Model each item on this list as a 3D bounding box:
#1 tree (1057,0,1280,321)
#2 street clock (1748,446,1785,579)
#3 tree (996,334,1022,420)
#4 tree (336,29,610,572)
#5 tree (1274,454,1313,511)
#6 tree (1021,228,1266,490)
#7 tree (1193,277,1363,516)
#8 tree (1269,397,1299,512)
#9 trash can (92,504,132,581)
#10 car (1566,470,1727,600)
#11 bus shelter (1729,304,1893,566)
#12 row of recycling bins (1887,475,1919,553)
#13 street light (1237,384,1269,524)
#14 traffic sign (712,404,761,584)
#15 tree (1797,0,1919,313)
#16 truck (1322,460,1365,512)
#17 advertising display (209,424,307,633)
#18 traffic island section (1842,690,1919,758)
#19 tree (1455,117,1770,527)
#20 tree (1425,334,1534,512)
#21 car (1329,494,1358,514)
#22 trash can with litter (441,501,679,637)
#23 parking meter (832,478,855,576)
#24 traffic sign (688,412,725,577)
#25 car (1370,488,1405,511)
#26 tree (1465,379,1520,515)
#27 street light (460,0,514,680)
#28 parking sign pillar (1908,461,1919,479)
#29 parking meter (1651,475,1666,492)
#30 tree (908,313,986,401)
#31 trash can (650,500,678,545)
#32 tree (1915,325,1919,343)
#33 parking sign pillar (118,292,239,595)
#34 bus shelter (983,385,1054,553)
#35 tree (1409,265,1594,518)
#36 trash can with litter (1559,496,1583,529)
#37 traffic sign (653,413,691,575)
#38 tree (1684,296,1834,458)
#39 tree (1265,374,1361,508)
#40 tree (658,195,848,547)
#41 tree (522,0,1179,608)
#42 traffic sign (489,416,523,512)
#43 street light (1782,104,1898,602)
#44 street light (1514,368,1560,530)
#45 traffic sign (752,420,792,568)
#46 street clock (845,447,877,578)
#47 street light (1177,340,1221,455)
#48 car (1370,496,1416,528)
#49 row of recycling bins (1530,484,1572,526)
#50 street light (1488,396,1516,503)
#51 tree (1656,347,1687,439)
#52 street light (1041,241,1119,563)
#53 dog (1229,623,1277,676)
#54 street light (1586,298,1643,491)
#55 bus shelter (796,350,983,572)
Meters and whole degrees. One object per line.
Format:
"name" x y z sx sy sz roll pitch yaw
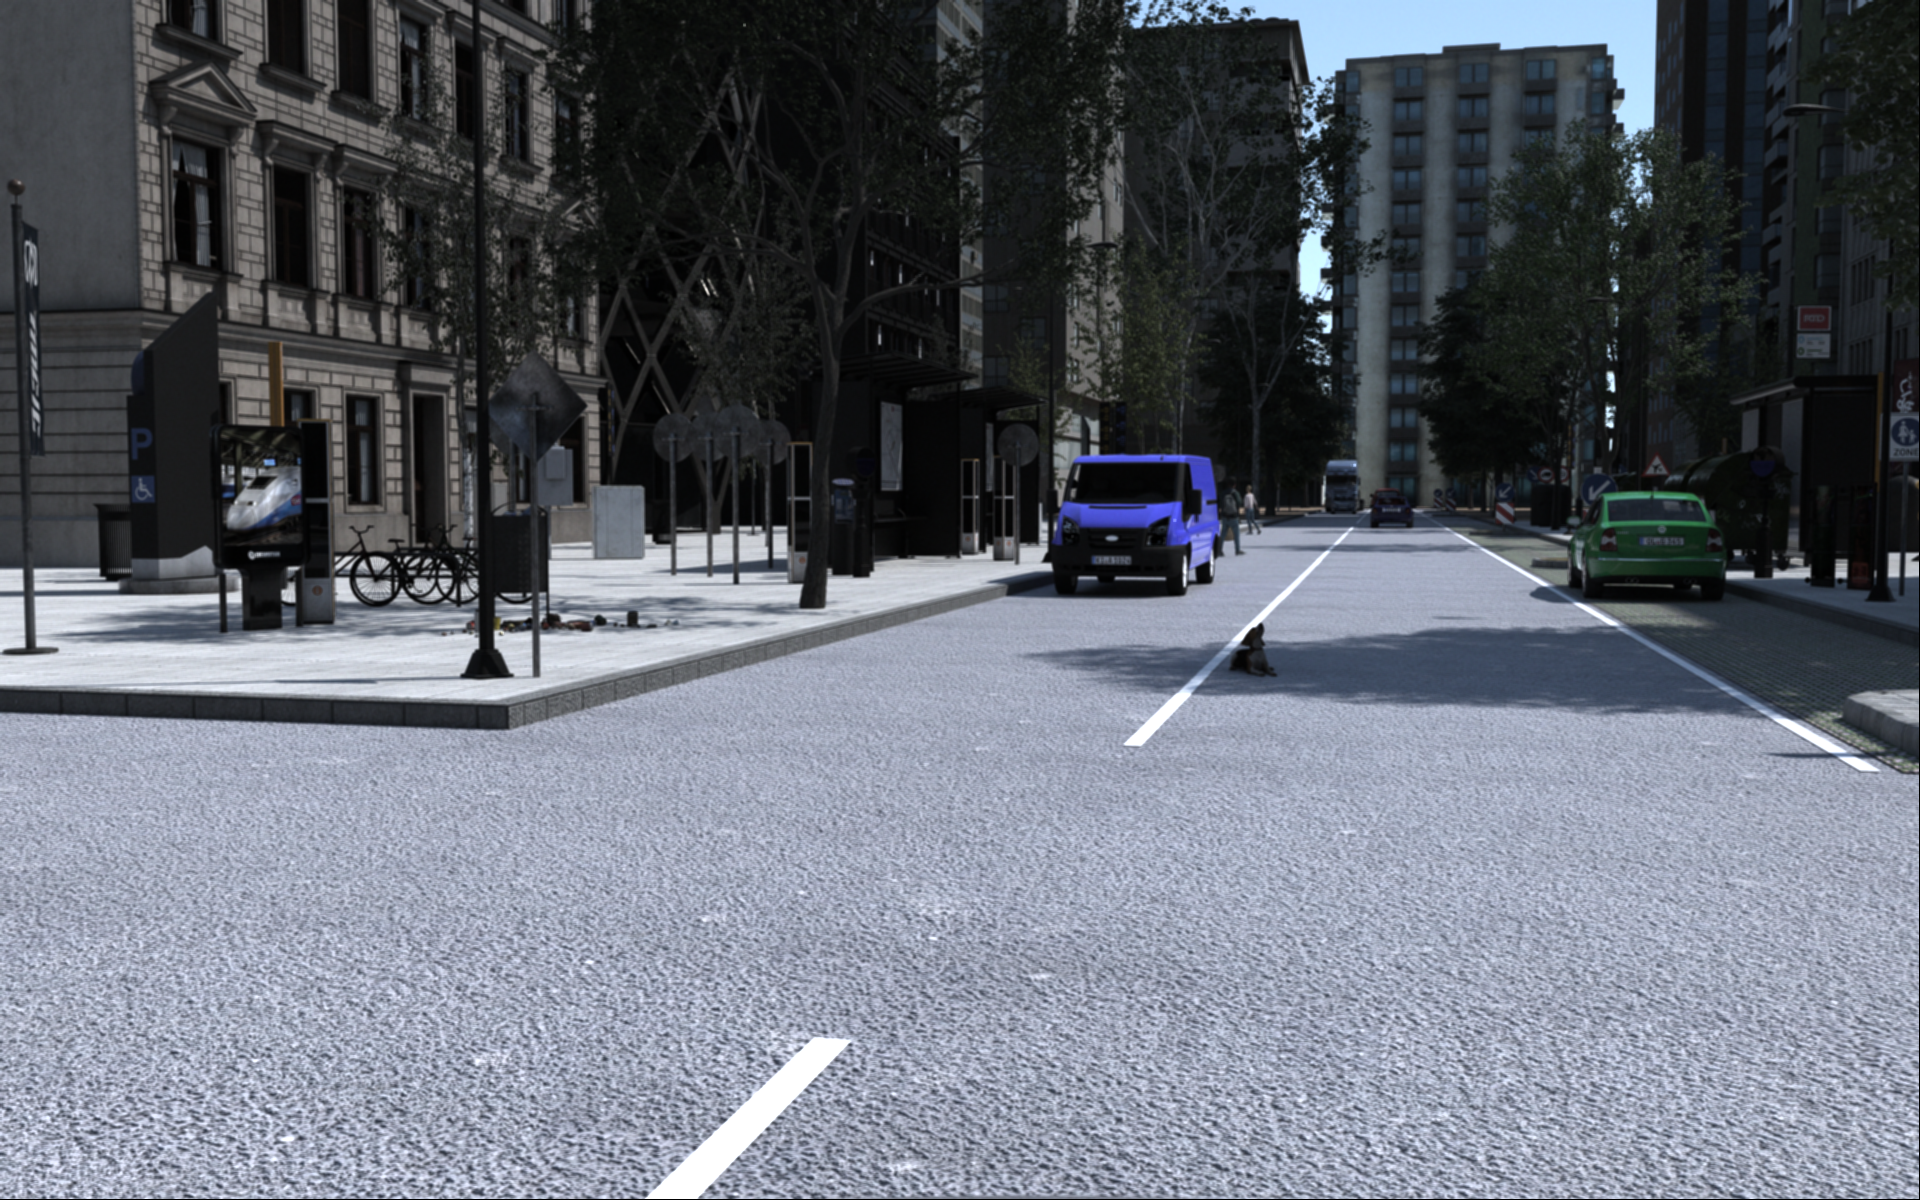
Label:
"tree" 9.187 -12.667 62.994 12.611 20.169 13.585 0 3 0
"street clock" 12.255 -1.333 26.357 0.358 2.002 0.471 -2 4 -28
"tree" 3.371 -7.855 78.791 4.737 8.622 4.395 0 3 0
"tree" -7.898 -4.778 28.489 4.360 8.622 3.978 0 3 0
"tree" 25.254 -9.119 132.816 4.285 4.588 4.351 0 3 0
"tree" 4.966 -5.920 47.154 4.737 8.622 4.395 0 3 0
"tree" 18.326 -11.905 101.309 9.857 13.997 8.962 0 3 0
"tree" 22.060 -10.424 120.797 4.737 8.622 4.395 0 3 0
"trash can" -12.444 -0.860 25.710 0.748 1.137 0.748 0 3 0
"car" 9.760 -0.979 24.797 1.959 1.807 4.718 1 4 15
"bus shelter" 16.808 -3.483 34.579 2.179 5.291 8.768 1 4 14
"row of recycling bins" 22.192 -1.911 38.352 3.534 1.692 1.069 0 3 0
"street light" 12.337 -6.164 73.318 1.470 5.913 1.316 1 4 14
"traffic sign" -3.195 -1.501 24.641 0.768 2.556 0.104 1 4 20
"tree" 11.130 -5.952 15.448 7.486 12.596 7.792 0 3 0
"truck" 31.824 -9.364 142.852 2.967 4.110 18.799 1 4 15
"advertising display" -6.599 -0.680 16.333 0.123 1.923 0.974 2 4 29
"traffic island section" 6.327 0.761 9.840 2.009 0.180 2.903 1 4 14
"tree" 17.672 -7.412 46.943 9.928 11.665 9.643 0 3 0
"tree" 37.407 -12.467 121.964 7.486 12.596 7.792 0 3 0
"car" 27.699 -6.912 125.008 2.014 1.417 4.499 1 4 14
"trash can with litter" -3.780 -0.332 16.486 2.233 1.210 1.678 -1 4 -16
"parking meter" -1.840 -1.161 27.388 0.372 1.533 0.369 0 3 0
"traffic sign" -3.873 -1.630 26.763 0.768 2.556 0.104 1 4 18
"car" 28.658 -6.577 116.212 2.281 1.827 5.304 1 4 14
"tree" 31.943 -9.387 103.838 4.737 8.622 4.395 0 3 0
"street light" -2.794 -2.403 11.837 1.470 5.913 1.316 1 4 14
"parking sign pillar" 30.901 -4.195 57.059 1.447 3.967 1.447 1 4 22
"parking meter" 20.973 -2.834 52.053 0.255 1.863 0.399 -1 4 -23
"tree" -0.412 -7.317 69.988 4.360 8.622 3.978 0 3 0
"trash can" -7.543 -1.989 44.170 0.748 1.137 0.748 0 3 0
"tree" 29.141 -6.046 49.212 4.737 8.622 4.395 0 3 0
"parking sign pillar" -10.239 -2.087 22.601 1.447 3.967 1.447 1 4 13
"bus shelter" 0.787 -3.020 40.664 1.731 3.624 6.357 1 4 14
"tree" 29.278 -11.465 94.106 9.857 13.997 8.962 0 3 0
"trash can with litter" 22.949 -3.230 63.865 1.678 1.210 2.233 1 4 21
"traffic sign" -4.525 -1.663 27.300 0.768 2.556 0.104 1 4 22
"tree" 30.594 -7.040 65.474 4.737 8.622 4.395 0 3 0
"tree" 31.967 -14.855 159.893 9.611 12.733 9.660 0 3 0
"tree" -4.916 -5.609 42.072 4.360 8.622 3.978 0 3 0
"tree" -1.349 -5.173 18.996 7.601 10.594 8.767 1 4 23
"traffic sign" -5.821 -1.373 22.547 0.768 2.556 0.104 1 4 19
"street light" 10.509 -2.946 20.714 1.470 5.913 1.316 1 4 14
"street light" 20.635 -5.442 61.511 1.470 5.913 1.316 1 4 14
"traffic sign" -3.273 -1.819 29.850 0.768 2.556 0.104 1 4 16
"street clock" -1.520 -1.350 26.642 0.358 2.002 0.471 3 5 41
"street light" 7.147 -4.883 52.386 1.470 5.913 1.316 1 4 14
"car" 18.473 -3.755 73.968 1.945 1.354 3.894 1 4 15
"row of recycling bins" 24.392 -3.924 71.277 1.069 1.692 3.534 2 4 35
"street light" 25.615 -6.682 81.791 1.470 5.913 1.316 1 4 14
"tree" 32.235 -7.588 74.425 4.737 8.622 4.395 0 3 0
"street light" 2.225 -3.643 32.106 1.470 5.913 1.316 1 4 14
"dog" 2.421 0.379 13.993 0.550 0.427 0.748 2 4 33
"street light" 15.497 -4.186 40.978 1.470 5.913 1.316 1 4 14
"bus shelter" -1.200 -2.465 31.584 1.731 3.624 6.357 1 4 14
